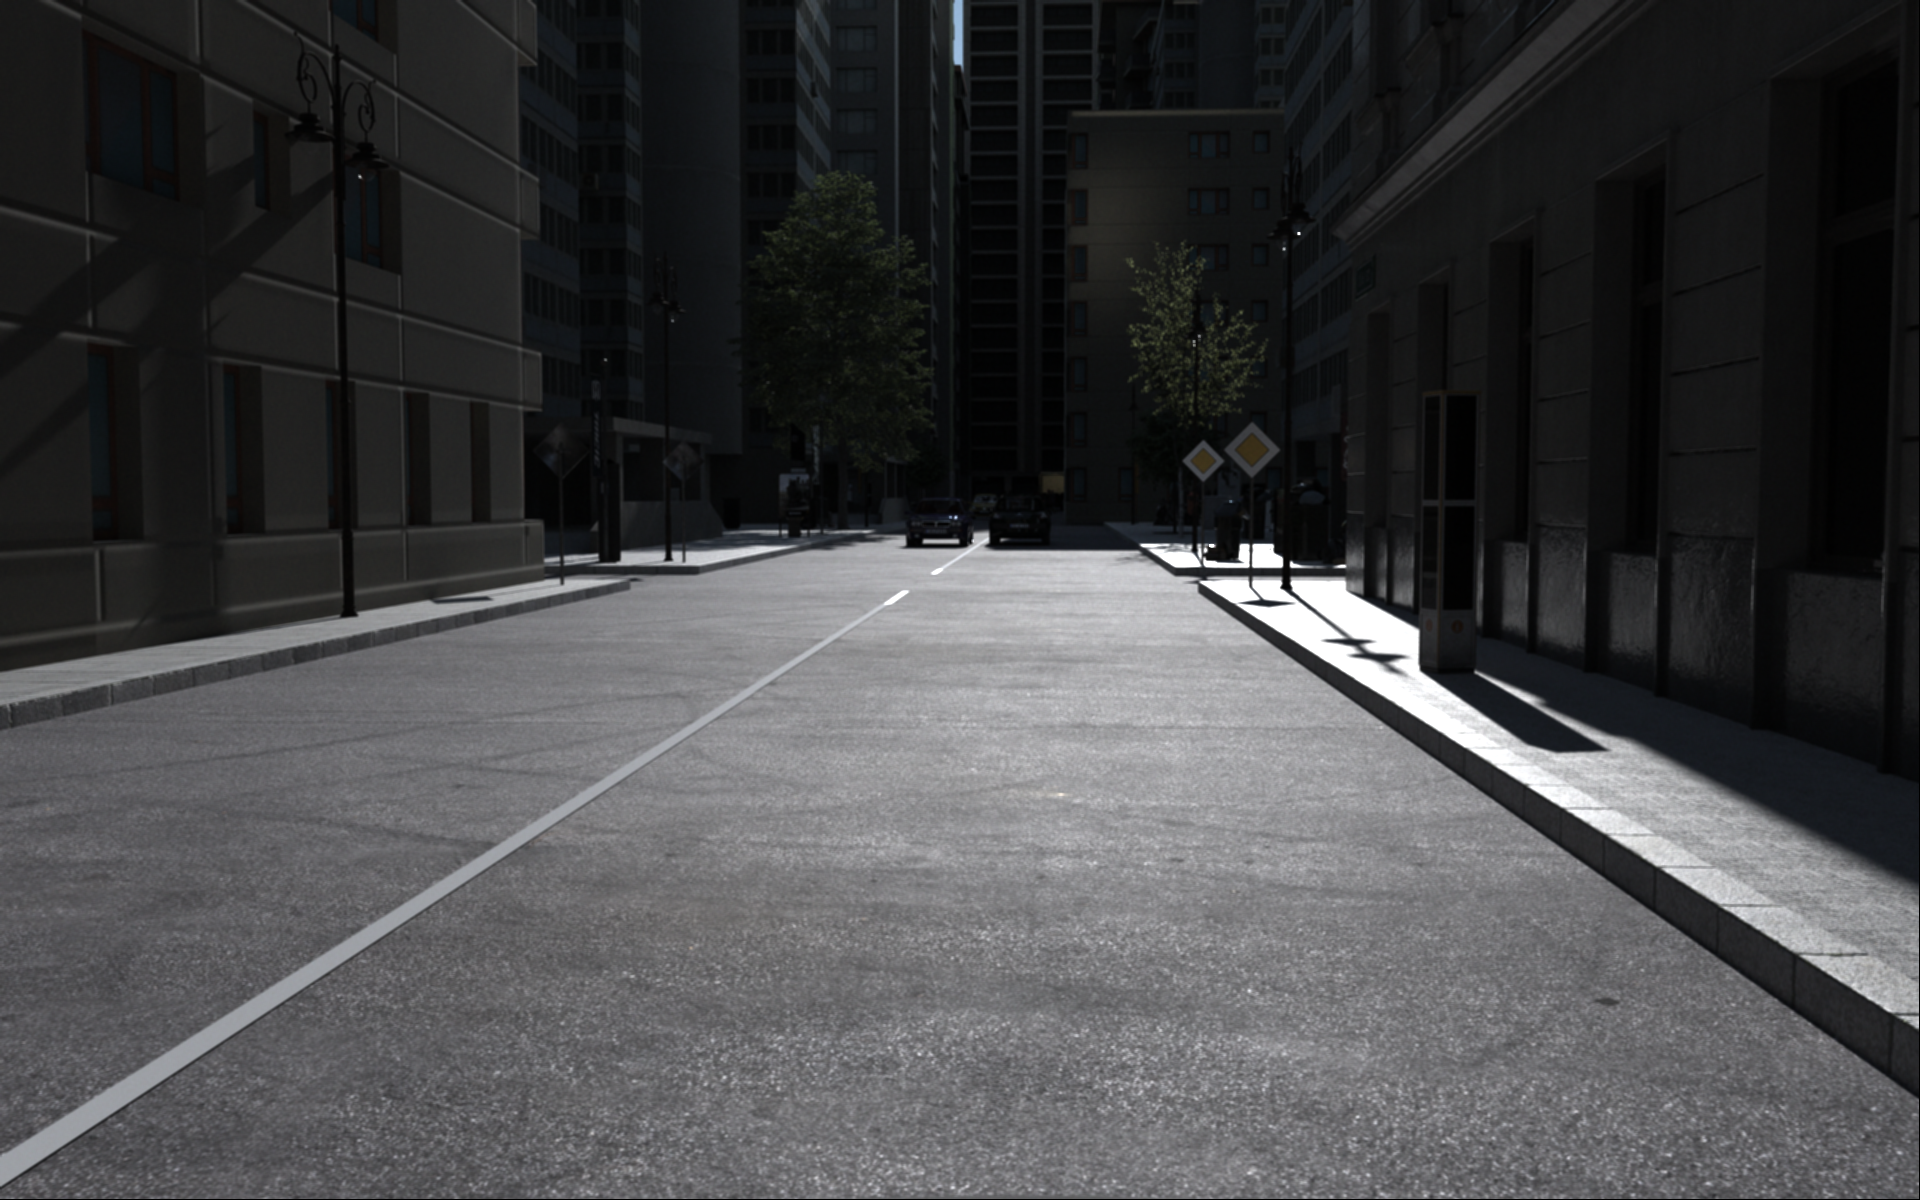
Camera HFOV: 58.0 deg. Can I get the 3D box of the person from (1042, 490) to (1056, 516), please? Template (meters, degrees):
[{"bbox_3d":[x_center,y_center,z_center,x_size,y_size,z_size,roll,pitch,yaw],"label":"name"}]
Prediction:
[{"bbox_3d":[5.857,-6.470,115.006,1.217,1.735,0.721,-2,4,-27],"label":"person"}]

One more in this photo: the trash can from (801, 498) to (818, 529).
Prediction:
[{"bbox_3d":[-5.543,-3.147,63.099,0.748,1.137,0.748,0,3,0],"label":"trash can"}]

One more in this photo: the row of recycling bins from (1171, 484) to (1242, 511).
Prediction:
[{"bbox_3d":[10.540,-3.981,72.202,3.534,1.692,1.069,1,4,11],"label":"row of recycling bins"}]

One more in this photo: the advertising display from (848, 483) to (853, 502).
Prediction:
[{"bbox_3d":[-6.616,-6.025,103.722,0.123,1.923,0.974,1,4,11],"label":"advertising display"}]

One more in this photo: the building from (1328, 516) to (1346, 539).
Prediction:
[{"bbox_3d":[21.589,-21.640,45.702,23.993,40.220,32.217,0,4,3],"label":"building"}]

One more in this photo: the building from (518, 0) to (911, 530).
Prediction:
[{"bbox_3d":[-18.960,-23.725,79.784,32.217,40.220,23.993,0,4,3],"label":"building"}]

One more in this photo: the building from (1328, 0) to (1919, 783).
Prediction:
[{"bbox_3d":[11.781,-13.693,0.299,17.030,29.872,44.131,0,4,3],"label":"building"}]

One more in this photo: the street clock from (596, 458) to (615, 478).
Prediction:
[{"bbox_3d":[-7.201,-1.875,35.224,0.471,2.002,0.358,-1,4,-19],"label":"street clock"}]

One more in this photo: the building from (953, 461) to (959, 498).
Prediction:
[{"bbox_3d":[-10.493,-42.383,131.214,20.563,71.187,20.611,0,4,3],"label":"building"}]

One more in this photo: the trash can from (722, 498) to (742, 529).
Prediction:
[{"bbox_3d":[-8.364,-3.170,63.482,0.748,1.137,0.748,0,3,0],"label":"trash can"}]

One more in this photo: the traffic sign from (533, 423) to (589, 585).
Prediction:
[{"bbox_3d":[-5.618,-1.270,24.412,0.795,2.450,0.064,0,4,3],"label":"traffic sign"}]

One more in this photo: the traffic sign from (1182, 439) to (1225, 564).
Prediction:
[{"bbox_3d":[4.462,-1.723,31.820,0.795,2.450,0.064,0,4,3],"label":"traffic sign"}]

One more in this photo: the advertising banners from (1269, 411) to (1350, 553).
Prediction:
[{"bbox_3d":[7.634,-2.501,37.079,2.074,3.025,0.090,2,4,31],"label":"advertising banners"}]

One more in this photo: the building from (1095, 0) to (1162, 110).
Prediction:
[{"bbox_3d":[23.036,-30.431,152.169,22.147,44.769,28.867,0,4,3],"label":"building"}]

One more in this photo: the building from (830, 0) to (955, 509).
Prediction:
[{"bbox_3d":[-7.788,-26.356,114.520,14.154,41.232,14.086,0,4,3],"label":"building"}]

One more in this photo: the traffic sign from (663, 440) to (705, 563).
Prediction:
[{"bbox_3d":[-5.166,-1.758,32.384,0.795,2.450,0.064,0,4,3],"label":"traffic sign"}]

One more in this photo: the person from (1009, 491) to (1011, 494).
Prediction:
[{"bbox_3d":[4.415,-8.630,150.279,0.721,1.739,1.217,-3,5,-43],"label":"person"}]

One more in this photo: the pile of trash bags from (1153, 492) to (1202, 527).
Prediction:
[{"bbox_3d":[9.008,-3.668,69.719,1.912,1.369,3.447,0,4,-7],"label":"pile of trash bags"}]

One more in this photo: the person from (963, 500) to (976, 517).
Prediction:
[{"bbox_3d":[0.164,-3.948,78.542,0.738,1.151,1.012,-2,4,-32],"label":"person"}]

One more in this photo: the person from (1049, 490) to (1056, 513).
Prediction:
[{"bbox_3d":[6.895,-7.333,129.307,0.541,1.710,0.530,1,4,16],"label":"person"}]

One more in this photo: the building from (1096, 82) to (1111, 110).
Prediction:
[{"bbox_3d":[20.614,-30.018,174.385,14.154,41.232,14.086,0,4,3],"label":"building"}]

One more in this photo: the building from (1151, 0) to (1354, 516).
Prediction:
[{"bbox_3d":[26.661,-26.491,125.010,32.217,40.220,23.993,0,4,3],"label":"building"}]

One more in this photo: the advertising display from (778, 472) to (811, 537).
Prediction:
[{"bbox_3d":[-4.942,-2.839,51.626,0.974,1.923,0.123,-1,4,-14],"label":"advertising display"}]

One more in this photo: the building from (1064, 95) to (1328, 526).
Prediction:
[{"bbox_3d":[19.445,-15.100,91.927,27.650,21.520,28.899,0,4,3],"label":"building"}]

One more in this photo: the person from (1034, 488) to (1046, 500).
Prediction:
[{"bbox_3d":[5.480,-6.953,122.141,1.348,1.831,0.705,1,4,19],"label":"person"}]

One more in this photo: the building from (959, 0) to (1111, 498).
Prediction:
[{"bbox_3d":[11.070,-46.527,198.965,20.611,71.187,20.563,0,4,3],"label":"building"}]

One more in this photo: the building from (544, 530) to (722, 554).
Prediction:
[{"bbox_3d":[-23.494,-21.533,43.941,32.217,40.220,23.993,0,4,3],"label":"building"}]

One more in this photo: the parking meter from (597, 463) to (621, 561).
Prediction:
[{"bbox_3d":[-6.697,-1.670,33.017,0.399,1.863,0.255,2,4,29],"label":"parking meter"}]

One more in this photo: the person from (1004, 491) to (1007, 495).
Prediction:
[{"bbox_3d":[4.418,-9.820,169.767,1.217,1.736,0.721,2,4,29],"label":"person"}]

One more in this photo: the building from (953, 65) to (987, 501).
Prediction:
[{"bbox_3d":[-12.176,-31.709,173.068,28.867,44.769,22.147,0,4,3],"label":"building"}]

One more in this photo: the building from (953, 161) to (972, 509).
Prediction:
[{"bbox_3d":[-6.336,-23.151,150.218,14.160,30.474,14.107,0,4,3],"label":"building"}]

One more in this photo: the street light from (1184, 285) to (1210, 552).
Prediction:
[{"bbox_3d":[5.245,-4.021,38.523,0.468,5.910,1.993,0,4,3],"label":"street light"}]

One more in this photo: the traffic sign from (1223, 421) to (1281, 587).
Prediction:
[{"bbox_3d":[4.010,-1.236,23.848,0.795,2.450,0.064,0,4,3],"label":"traffic sign"}]

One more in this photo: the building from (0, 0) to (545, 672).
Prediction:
[{"bbox_3d":[-21.362,-10.214,12.043,28.899,21.520,27.650,0,4,3],"label":"building"}]
